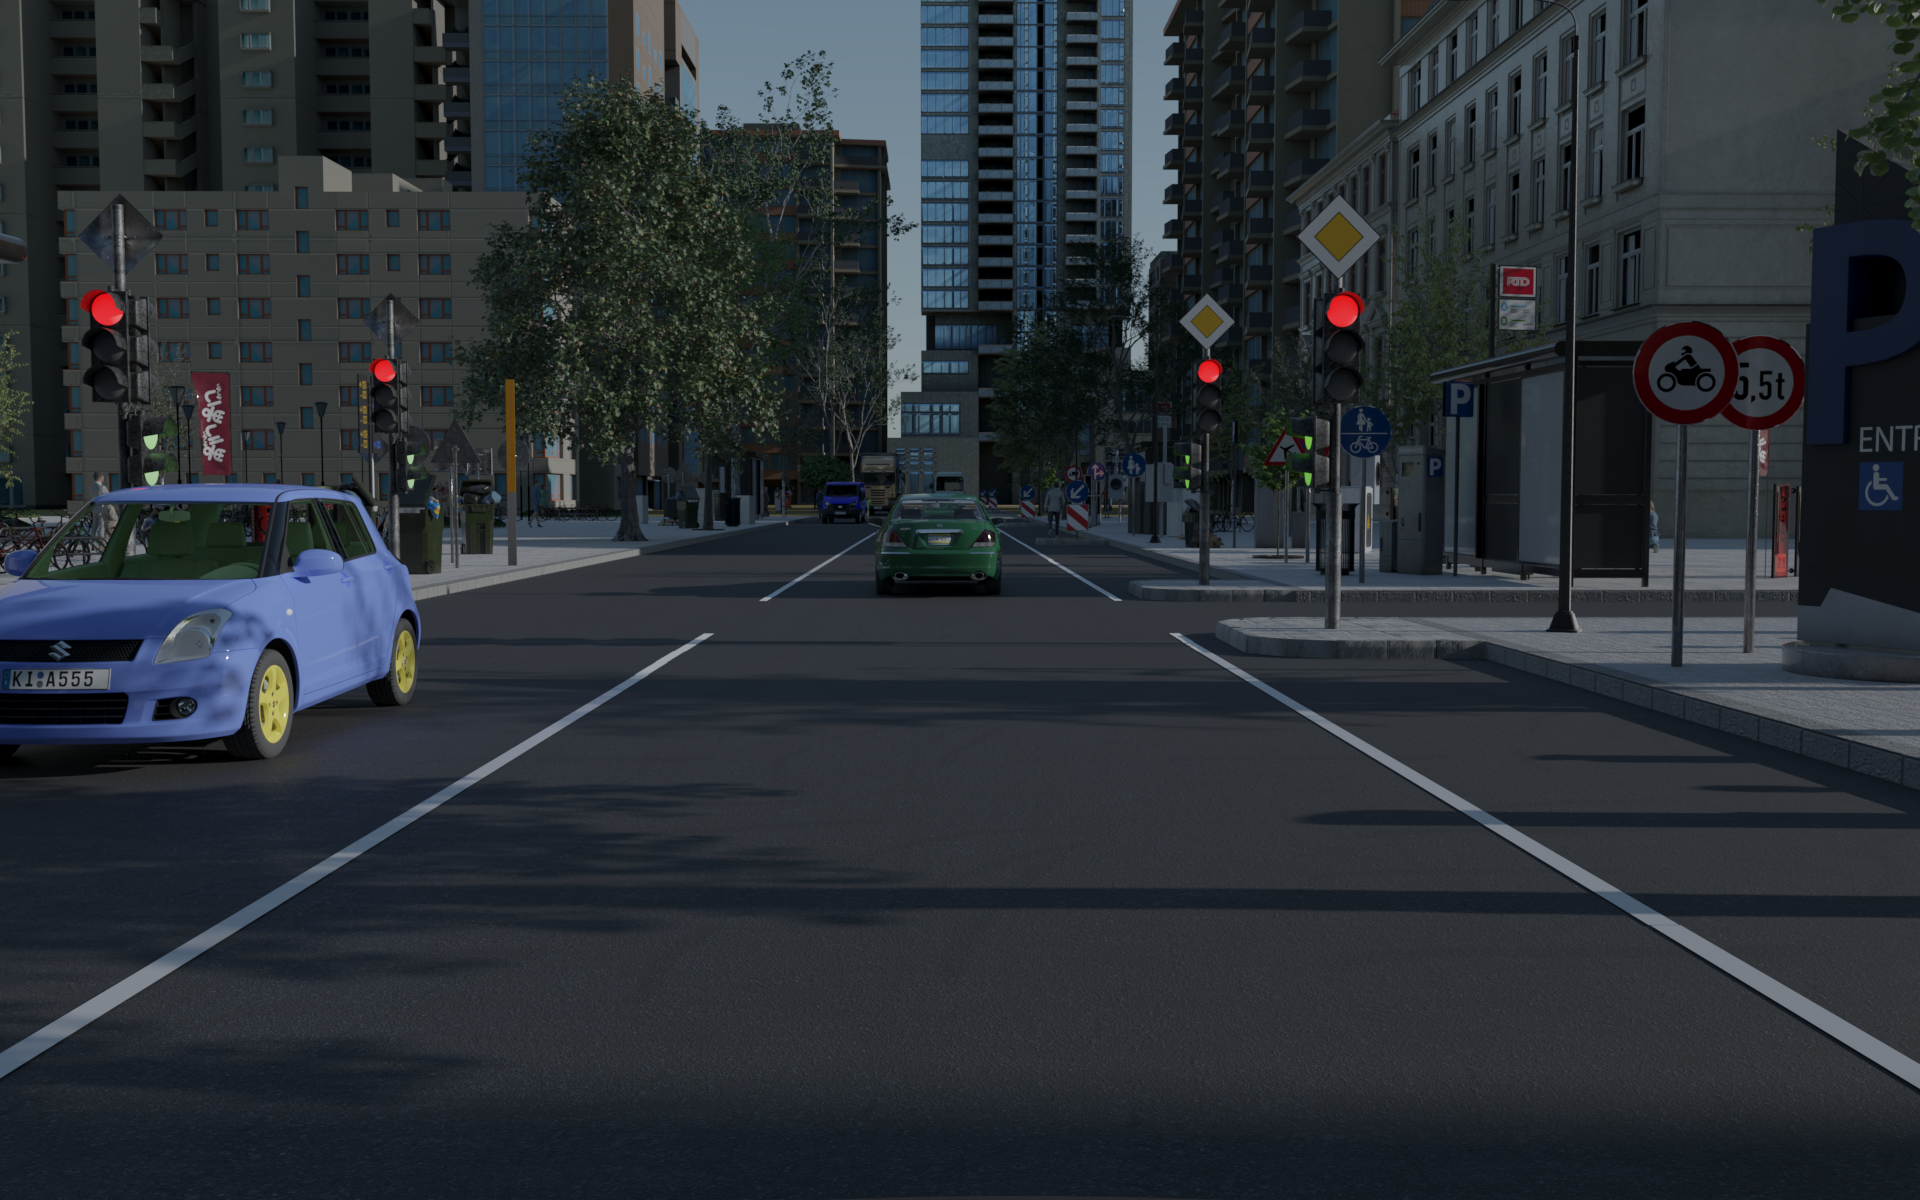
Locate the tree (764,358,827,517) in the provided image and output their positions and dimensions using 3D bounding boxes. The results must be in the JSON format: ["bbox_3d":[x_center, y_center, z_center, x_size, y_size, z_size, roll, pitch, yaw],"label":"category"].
[{"bbox_3d":[-9.456,-8.840,94.899,4.360,8.622,3.978,0,3,0],"label":"tree"}]

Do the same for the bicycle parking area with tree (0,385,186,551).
[{"bbox_3d":[-23.159,-3.557,45.164,8.231,4.147,9.016,0,4,-8],"label":"bicycle parking area with tree"}]

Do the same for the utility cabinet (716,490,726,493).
[{"bbox_3d":[-13.550,-5.357,96.262,1.173,1.500,0.318,-2,4,-34],"label":"utility cabinet"}]

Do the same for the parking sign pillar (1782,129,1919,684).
[{"bbox_3d":[6.684,-1.457,12.286,1.447,3.967,1.447,-2,4,-25],"label":"parking sign pillar"}]

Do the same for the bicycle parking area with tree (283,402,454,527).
[{"bbox_3d":[-22.423,-4.143,54.747,8.231,4.147,9.016,2,4,33],"label":"bicycle parking area with tree"}]

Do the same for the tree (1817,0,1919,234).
[{"bbox_3d":[6.035,-5.324,5.174,7.486,12.596,7.792,0,3,0],"label":"tree"}]

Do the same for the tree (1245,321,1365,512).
[{"bbox_3d":[14.844,-7.487,72.781,4.360,8.622,3.978,0,3,0],"label":"tree"}]

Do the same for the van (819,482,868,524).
[{"bbox_3d":[-5.709,-4.967,85.598,2.240,2.365,5.245,0,4,1],"label":"van"}]

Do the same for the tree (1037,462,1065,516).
[{"bbox_3d":[5.412,-6.633,103.054,1.663,3.219,1.824,0,3,0],"label":"tree"}]

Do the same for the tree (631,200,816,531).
[{"bbox_3d":[-8.737,-8.265,60.887,9.928,11.665,9.643,0,3,0],"label":"tree"}]

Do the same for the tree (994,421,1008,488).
[{"bbox_3d":[4.998,-10.991,130.064,4.360,8.622,3.978,0,3,0],"label":"tree"}]

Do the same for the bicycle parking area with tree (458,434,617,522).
[{"bbox_3d":[-20.755,-5.883,83.194,9.016,4.147,8.231,0,4,-5],"label":"bicycle parking area with tree"}]

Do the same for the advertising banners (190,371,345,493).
[{"bbox_3d":[-10.060,-1.778,25.254,2.074,3.025,0.090,-2,4,-30],"label":"advertising banners"}]

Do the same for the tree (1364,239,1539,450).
[{"bbox_3d":[14.524,-6.133,50.630,4.360,8.622,3.978,0,3,0],"label":"tree"}]

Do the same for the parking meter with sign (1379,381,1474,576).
[{"bbox_3d":[7.372,-1.920,27.649,0.543,3.016,1.738,-2,4,-25],"label":"parking meter with sign"}]

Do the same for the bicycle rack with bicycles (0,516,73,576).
[{"bbox_3d":[-14.496,-0.866,27.534,2.925,0.926,2.852,-3,4,-37],"label":"bicycle rack with bicycles"}]

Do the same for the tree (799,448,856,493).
[{"bbox_3d":[-9.978,-8.560,123.662,4.285,4.588,4.351,0,3,0],"label":"tree"}]

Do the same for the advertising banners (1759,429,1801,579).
[{"bbox_3d":[12.556,-1.849,26.416,2.074,3.025,0.090,-3,5,-40],"label":"advertising banners"}]

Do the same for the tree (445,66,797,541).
[{"bbox_3d":[-9.141,-7.947,46.934,9.611,12.733,9.660,0,3,0],"label":"tree"}]

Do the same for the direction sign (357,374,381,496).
[{"bbox_3d":[-11.277,-2.516,33.128,0.379,3.537,0.876,0,4,7],"label":"direction sign"}]

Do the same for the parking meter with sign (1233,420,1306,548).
[{"bbox_3d":[7.338,-2.735,40.982,1.738,3.016,0.543,0,4,4],"label":"parking meter with sign"}]

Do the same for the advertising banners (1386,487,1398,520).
[{"bbox_3d":[9.106,-2.288,33.593,2.074,3.025,0.090,-2,4,-27],"label":"advertising banners"}]

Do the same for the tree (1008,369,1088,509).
[{"bbox_3d":[5.349,-8.844,94.968,4.360,8.622,3.978,0,3,0],"label":"tree"}]

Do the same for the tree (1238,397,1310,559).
[{"bbox_3d":[6.295,-2.452,34.684,1.663,3.219,1.824,0,3,0],"label":"tree"}]

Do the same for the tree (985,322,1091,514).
[{"bbox_3d":[5.111,-11.913,112.896,7.486,12.596,7.792,0,3,0],"label":"tree"}]

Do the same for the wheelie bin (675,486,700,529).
[{"bbox_3d":[-10.174,-3.465,64.554,0.693,1.594,0.980,3,5,44],"label":"wheelie bin"}]

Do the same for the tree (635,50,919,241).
[{"bbox_3d":[-8.312,-13.295,73.264,12.611,20.169,13.585,0,3,0],"label":"tree"}]

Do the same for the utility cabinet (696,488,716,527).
[{"bbox_3d":[-10.125,-3.593,67.416,1.173,1.500,0.318,3,5,41],"label":"utility cabinet"}]

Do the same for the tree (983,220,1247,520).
[{"bbox_3d":[5.813,-7.600,58.674,8.767,10.594,7.601,-2,4,-23],"label":"tree"}]

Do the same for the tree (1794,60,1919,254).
[{"bbox_3d":[16.756,-4.861,29.847,4.737,8.622,4.395,0,3,0],"label":"tree"}]

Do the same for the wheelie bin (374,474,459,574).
[{"bbox_3d":[-8.725,-1.219,27.841,0.980,1.594,0.693,1,4,13],"label":"wheelie bin"}]

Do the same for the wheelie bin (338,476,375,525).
[{"bbox_3d":[-10.468,-1.352,30.008,0.693,1.594,0.980,-1,4,-12],"label":"wheelie bin"}]

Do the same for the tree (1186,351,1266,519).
[{"bbox_3d":[13.935,-8.485,89.084,4.737,8.622,4.395,0,3,0],"label":"tree"}]

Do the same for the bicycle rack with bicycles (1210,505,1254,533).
[{"bbox_3d":[8.566,-2.771,58.682,2.925,0.926,2.852,0,4,-7],"label":"bicycle rack with bicycles"}]

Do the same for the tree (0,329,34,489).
[{"bbox_3d":[-41.082,-7.498,72.953,4.737,8.622,4.395,0,3,0],"label":"tree"}]

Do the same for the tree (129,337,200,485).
[{"bbox_3d":[-37.670,-8.046,81.921,4.360,8.622,3.978,0,3,0],"label":"tree"}]

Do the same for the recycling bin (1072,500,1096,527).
[{"bbox_3d":[4.889,-3.420,68.467,0.722,1.027,0.722,2,4,33],"label":"recycling bin"}]

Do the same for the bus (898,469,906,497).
[{"bbox_3d":[-6.205,-9.912,153.614,2.896,3.916,12.252,0,4,0],"label":"bus"}]

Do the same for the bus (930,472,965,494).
[{"bbox_3d":[-1.062,-9.478,149.827,2.948,3.499,13.247,0,4,-2],"label":"bus"}]

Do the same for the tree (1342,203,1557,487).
[{"bbox_3d":[12.540,-5.724,43.958,4.737,8.622,4.395,0,3,0],"label":"tree"}]

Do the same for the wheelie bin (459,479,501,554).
[{"bbox_3d":[-10.282,-1.779,36.998,0.980,1.594,0.693,-2,4,-28],"label":"wheelie bin"}]

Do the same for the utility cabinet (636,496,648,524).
[{"bbox_3d":[-13.754,-3.854,74.169,1.020,1.237,0.306,3,5,44],"label":"utility cabinet"}]

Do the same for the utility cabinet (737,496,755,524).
[{"bbox_3d":[-9.073,-3.811,73.477,0.306,1.237,1.020,-3,5,-39],"label":"utility cabinet"}]
